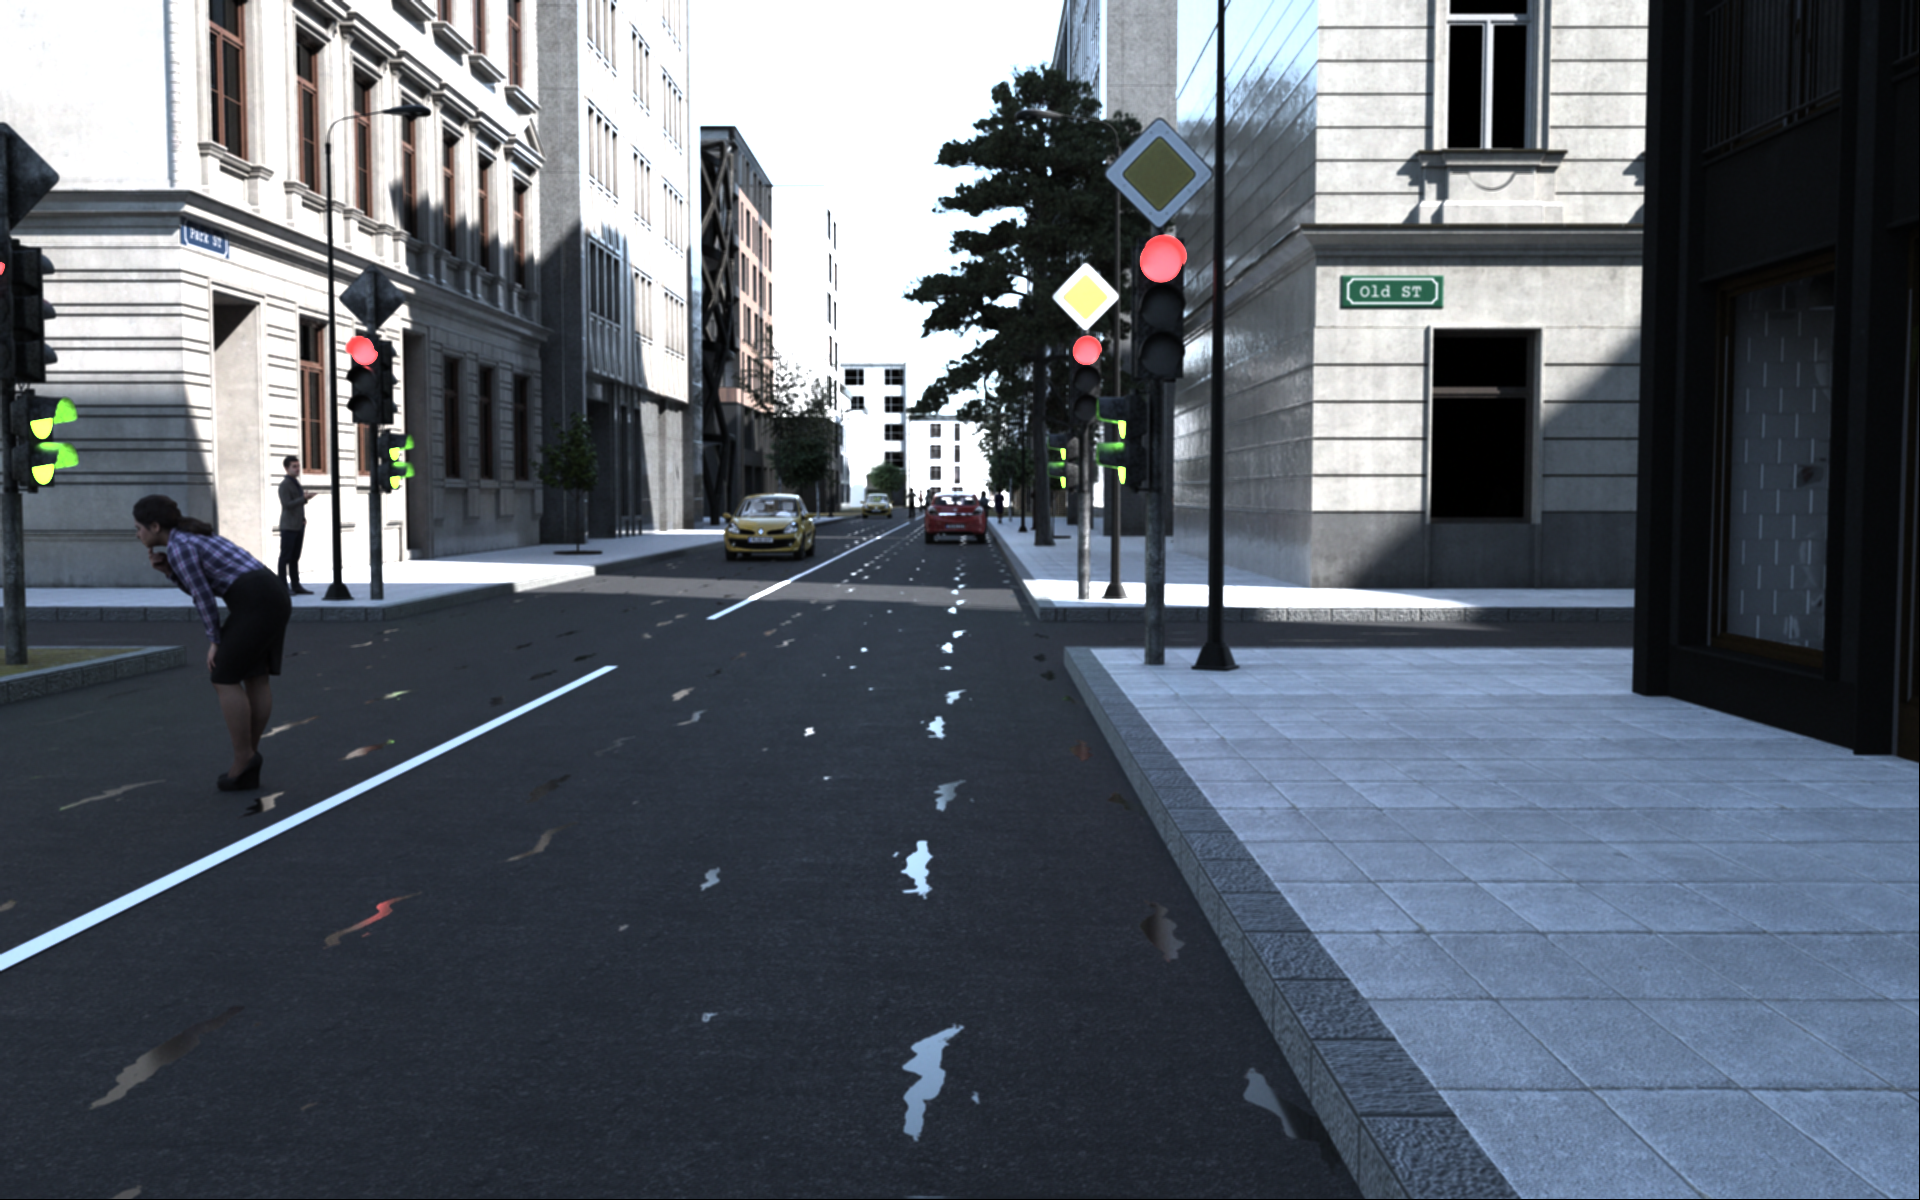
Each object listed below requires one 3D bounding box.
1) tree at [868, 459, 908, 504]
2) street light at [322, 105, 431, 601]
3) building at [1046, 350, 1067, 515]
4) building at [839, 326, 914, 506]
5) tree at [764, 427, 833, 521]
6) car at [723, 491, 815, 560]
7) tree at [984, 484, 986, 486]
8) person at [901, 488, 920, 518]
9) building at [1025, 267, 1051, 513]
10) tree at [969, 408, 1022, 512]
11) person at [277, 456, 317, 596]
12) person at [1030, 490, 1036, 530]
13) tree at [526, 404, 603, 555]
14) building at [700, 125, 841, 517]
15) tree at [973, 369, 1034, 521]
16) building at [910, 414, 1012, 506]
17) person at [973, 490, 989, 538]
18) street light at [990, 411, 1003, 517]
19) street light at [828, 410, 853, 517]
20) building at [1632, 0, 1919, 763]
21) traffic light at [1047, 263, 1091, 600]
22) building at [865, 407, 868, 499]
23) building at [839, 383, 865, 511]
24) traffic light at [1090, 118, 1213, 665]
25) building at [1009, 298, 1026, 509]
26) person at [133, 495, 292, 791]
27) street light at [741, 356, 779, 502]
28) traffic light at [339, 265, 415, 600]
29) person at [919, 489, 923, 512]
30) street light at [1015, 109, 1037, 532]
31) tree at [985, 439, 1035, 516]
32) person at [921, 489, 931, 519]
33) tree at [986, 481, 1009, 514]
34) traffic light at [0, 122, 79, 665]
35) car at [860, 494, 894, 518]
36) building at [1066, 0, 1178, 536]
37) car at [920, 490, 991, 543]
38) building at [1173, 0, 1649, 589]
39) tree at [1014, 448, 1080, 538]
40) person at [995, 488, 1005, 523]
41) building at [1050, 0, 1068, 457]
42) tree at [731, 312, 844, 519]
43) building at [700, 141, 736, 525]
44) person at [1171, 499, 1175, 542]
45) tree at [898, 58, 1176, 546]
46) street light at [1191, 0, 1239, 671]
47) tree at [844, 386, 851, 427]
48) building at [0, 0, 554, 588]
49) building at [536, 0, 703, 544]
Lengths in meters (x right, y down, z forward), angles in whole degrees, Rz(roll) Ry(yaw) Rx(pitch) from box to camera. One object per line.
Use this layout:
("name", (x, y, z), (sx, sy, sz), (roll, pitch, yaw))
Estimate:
("tree", (-6.732, -11.490, 171.576), (4.285, 4.588, 4.351), (0, 3, 0))
("street light", (-7.013, -2.954, 20.843), (1.470, 5.913, 1.316), (0, 4, 0))
("building", (13.217, -15.428, 108.667), (16.016, 20.091, 11.380), (0, 4, 0))
("building", (-21.051, -19.821, 190.538), (31.486, 18.905, 16.747), (0, 4, 0))
("tree", (-7.757, -6.095, 83.366), (4.285, 4.588, 4.351), (0, 3, 0))
("car", (-4.227, -1.747, 38.782), (2.015, 1.641, 3.980), (0, 4, 0))
("tree", (2.735, -8.691, 136.699), (1.663, 3.219, 1.824), (0, 3, 0))
("person", (-2.926, -5.891, 104.832), (1.348, 1.823, 0.705), (-2, 4, -35))
("building", (18.825, -17.550, 130.915), (27.936, 21.610, 32.646), (0, 4, 0))
("tree", (2.597, -10.718, 125.609), (4.737, 8.622, 4.395), (0, 3, 0))
("person", (-8.314, -0.940, 21.940), (0.750, 1.759, 0.617), (1, 4, 16))
("person", (2.789, -3.400, 62.327), (0.600, 1.739, 0.565), (2, 4, 32))
("tree", (-8.179, -2.607, 37.219), (1.663, 3.219, 1.824), (0, 3, 0))
("building", (-22.880, -16.432, 112.645), (27.936, 21.610, 32.646), (0, 4, 0))
("tree", (2.380, -8.009, 81.309), (4.360, 8.622, 3.978), (0, 3, 0))
("building", (8.710, -14.973, 186.962), (28.070, 9.664, 9.099), (0, 4, 0))
("person", (0.708, -2.774, 56.075), (0.499, 1.552, 0.429), (-1, 4, -20))
("street light", (1.587, -5.250, 58.385), (1.470, 5.913, 1.316), (0, 4, 0))
("street light", (-6.582, -7.503, 95.220), (1.470, 5.913, 1.316), (0, 4, 0))
("building", (10.465, -10.575, 2.578), (12.332, 23.373, 15.834), (0, 4, 0))
("traffic light", (1.485, -1.938, 20.931), (0.839, 4.213, 0.868), (0, 4, 0))
("building", (-23.116, -13.756, 167.058), (28.070, 9.664, 9.099), (0, 4, 0))
("building", (-13.469, -12.308, 143.386), (9.099, 9.664, 28.070), (0, 4, 0))
("traffic light", (1.448, -1.450, 12.946), (0.839, 4.213, 0.868), (0, 4, 0))
("building", (12.292, -18.162, 153.361), (16.016, 20.091, 11.380), (0, 4, 0))
("person", (-3.612, 0.204, 8.392), (0.697, 1.427, 0.421), (-1, 4, -13))
("street light", (-6.783, -5.246, 58.319), (1.470, 5.913, 1.316), (0, 4, 0))
("traffic light", (-7.076, -1.939, 20.954), (0.839, 4.213, 0.868), (0, 4, 0))
("person", (-3.171, -8.174, 142.087), (0.705, 1.831, 1.348), (0, 4, -4))
("street light", (1.363, -2.968, 21.061), (1.470, 5.913, 1.316), (0, 4, 0))
("tree", (3.098, -7.169, 100.927), (4.285, 4.588, 4.351), (0, 3, 0))
("person", (-1.944, -5.555, 100.111), (0.721, 1.735, 1.217), (2, 4, 23))
("tree", (3.083, -7.197, 112.276), (1.663, 3.219, 1.824), (0, 3, 0))
("traffic light", (-7.113, -1.451, 12.969), (0.839, 4.213, 0.868), (0, 4, 0))
("car", (-4.952, -5.724, 103.803), (2.015, 1.641, 3.980), (0, 4, -1))
("building", (10.426, -14.919, 61.940), (12.078, 24.808, 19.932), (0, 4, 0))
("car", (-0.137, -2.612, 51.753), (2.155, 1.783, 4.494), (0, 4, 0))
("building", (26.217, -15.528, 30.303), (44.131, 29.872, 17.030), (0, 4, 0))
("tree", (2.601, -3.411, 50.372), (1.663, 3.219, 1.824), (0, 3, 0))
("person", (1.744, -4.109, 75.592), (0.453, 1.535, 0.546), (0, 4, -7))
("building", (11.917, -17.768, 84.019), (14.314, 27.812, 24.014), (0, 4, 0))
("tree", (-7.146, -7.370, 70.865), (4.360, 8.622, 3.978), (0, 3, 0))
("building", (-18.054, -12.510, 71.996), (16.820, 18.784, 16.811), (0, 4, 0))
("person", (5.974, -2.402, 46.246), (0.756, 1.711, 0.436), (2, 4, 35))
("tree", (2.000, -7.391, 42.893), (6.751, 12.117, 7.091), (0, 3, 0))
("street light", (1.335, -2.448, 12.559), (1.470, 5.913, 1.316), (0, 4, 0))
("tree", (-7.497, -8.532, 89.858), (4.360, 8.622, 3.978), (0, 3, 0))
("building", (-15.447, -12.020, 32.683), (11.583, 22.565, 21.152), (0, 4, 0))
("building", (-15.550, -14.400, 53.463), (12.078, 24.808, 19.932), (0, 4, 0))
